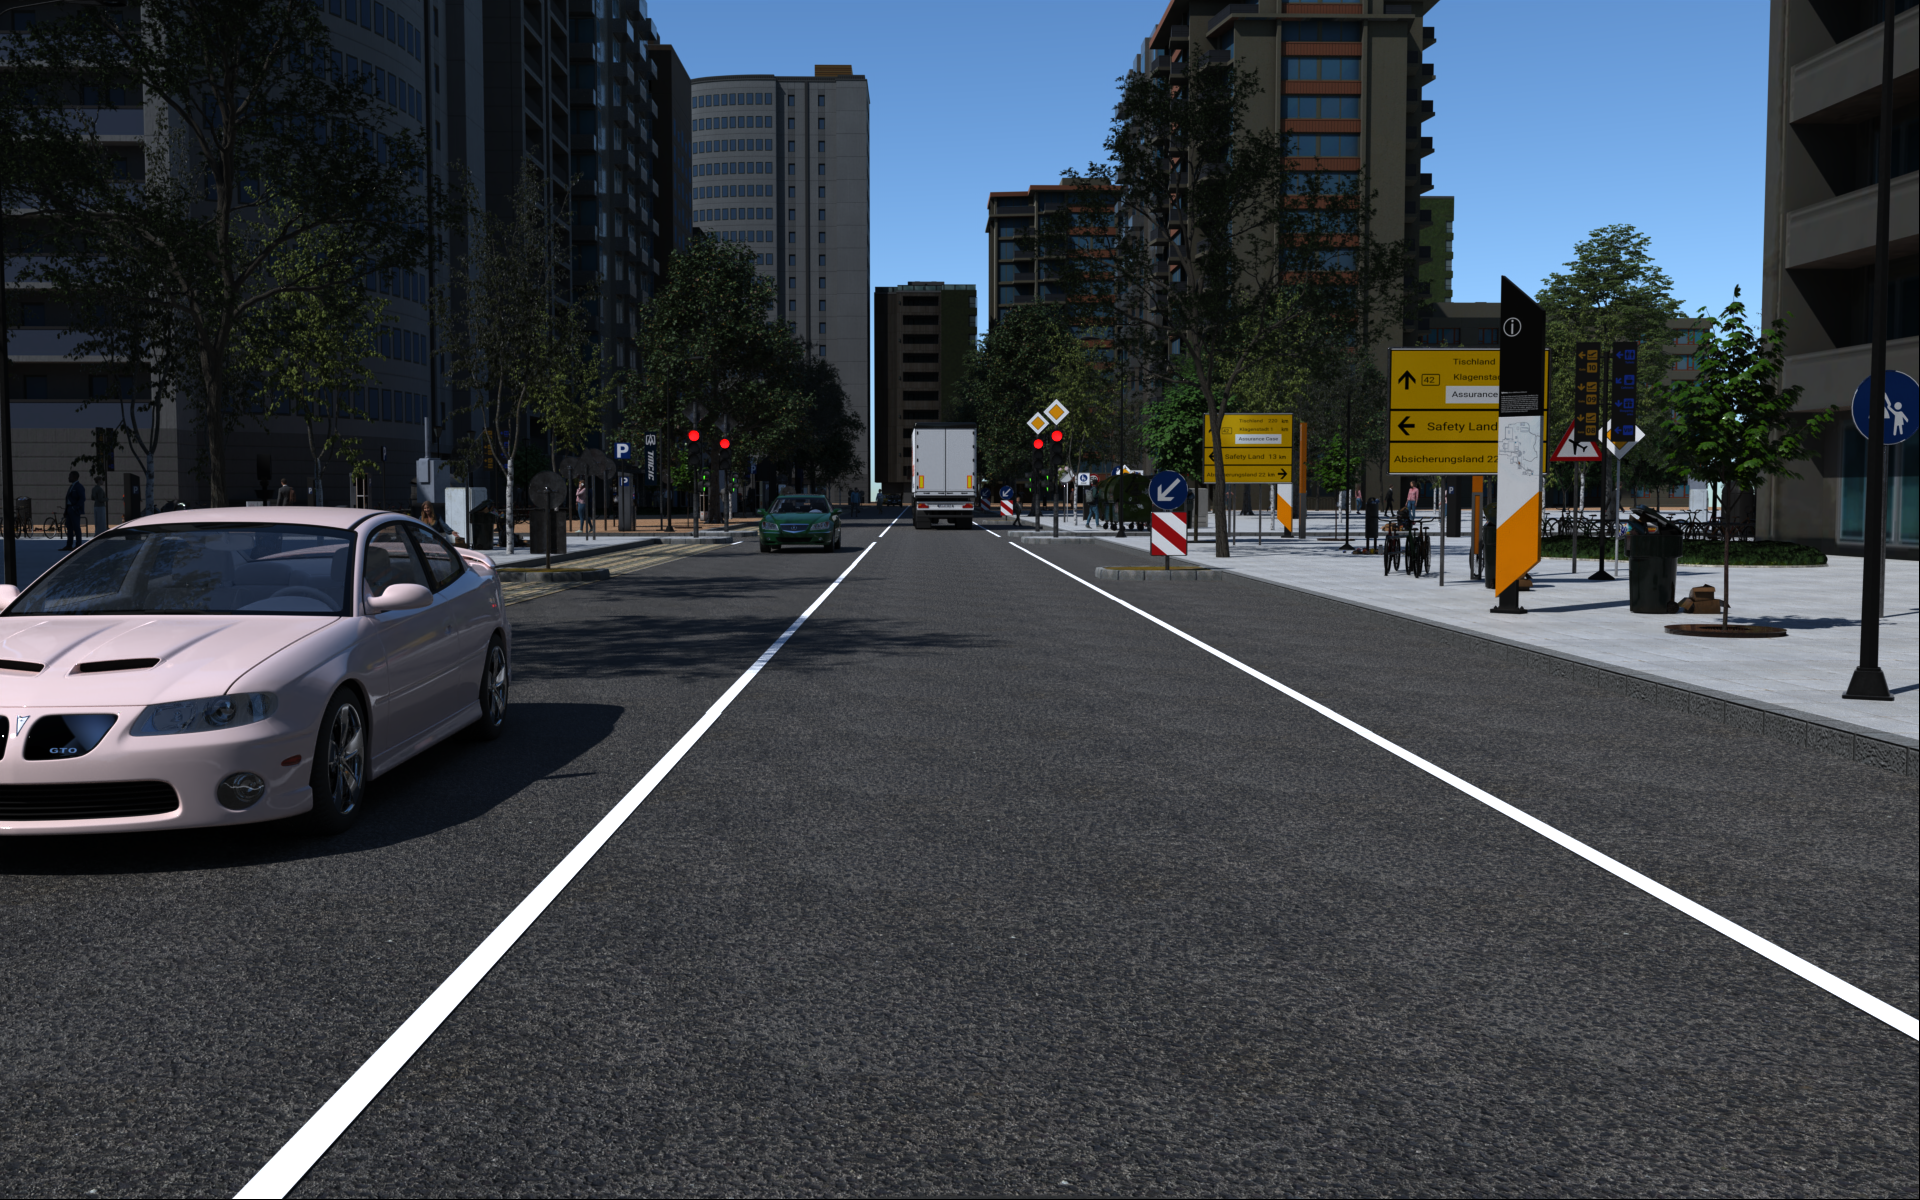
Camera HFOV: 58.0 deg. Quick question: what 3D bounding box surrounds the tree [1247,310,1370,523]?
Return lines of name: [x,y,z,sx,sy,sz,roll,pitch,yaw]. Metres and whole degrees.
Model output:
tree: [13.113,-7.146,67.201,4.360,8.622,3.978,0,3,0]

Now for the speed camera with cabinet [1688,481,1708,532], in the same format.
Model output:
speed camera with cabinet: [25.384,-3.987,59.527,0.660,3.252,2.038,1,4,22]

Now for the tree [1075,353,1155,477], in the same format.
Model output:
tree: [7.771,-8.499,89.315,4.360,8.622,3.978,0,3,0]

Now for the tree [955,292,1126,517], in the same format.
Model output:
tree: [4.388,-11.128,98.949,9.611,12.733,9.660,0,3,0]

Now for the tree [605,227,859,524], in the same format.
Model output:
tree: [-10.518,-9.649,74.771,9.611,12.733,9.660,0,3,0]

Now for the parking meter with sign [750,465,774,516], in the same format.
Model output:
parking meter with sign: [-11.647,-6.494,102.431,1.738,3.016,0.543,3,4,37]

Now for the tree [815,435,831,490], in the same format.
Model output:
tree: [-13.630,-13.900,177.624,4.737,8.622,4.395,0,3,0]

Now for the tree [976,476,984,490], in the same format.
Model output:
tree: [2.539,-14.836,192.927,4.737,8.622,4.395,0,3,0]

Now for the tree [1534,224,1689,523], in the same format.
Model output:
tree: [27.228,-9.503,73.506,7.486,12.596,7.792,0,3,0]

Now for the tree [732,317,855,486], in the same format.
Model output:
tree: [-11.925,-12.859,120.614,12.009,13.543,11.850,0,3,0]

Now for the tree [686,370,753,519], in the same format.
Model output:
tree: [-11.820,-8.407,87.819,4.360,8.622,3.978,0,3,0]

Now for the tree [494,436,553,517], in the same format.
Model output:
tree: [-24.863,-7.038,98.790,4.285,4.588,4.351,0,3,0]

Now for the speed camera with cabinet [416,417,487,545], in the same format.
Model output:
speed camera with cabinet: [-13.043,-3.065,44.454,2.038,3.252,0.660,2,4,33]

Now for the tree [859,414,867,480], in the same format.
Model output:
tree: [-12.169,-13.786,142.411,9.611,12.733,9.660,0,3,0]

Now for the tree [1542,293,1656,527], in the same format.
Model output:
tree: [23.480,-6.985,64.571,4.737,8.622,4.395,0,3,0]

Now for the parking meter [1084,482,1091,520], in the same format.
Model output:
parking meter: [6.282,-4.887,85.610,0.399,1.863,0.255,1,4,12]

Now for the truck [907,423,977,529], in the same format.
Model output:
truck: [-0.798,-5.175,73.522,2.839,4.237,11.283,0,4,-2]

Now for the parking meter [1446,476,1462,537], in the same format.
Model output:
parking meter: [14.649,-2.794,51.386,0.255,1.863,0.399,-2,4,-29]

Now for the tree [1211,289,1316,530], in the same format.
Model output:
tree: [10.837,-6.775,61.129,4.737,8.622,4.395,0,3,0]

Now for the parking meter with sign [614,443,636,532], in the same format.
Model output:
parking meter with sign: [-11.477,-3.874,59.608,0.543,3.016,1.738,0,4,-3]

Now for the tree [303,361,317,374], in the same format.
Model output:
tree: [-19.347,-5.812,45.392,4.360,8.622,3.978,0,3,0]

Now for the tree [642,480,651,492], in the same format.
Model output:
tree: [-22.871,-8.210,128.829,1.663,3.219,1.824,0,3,0]

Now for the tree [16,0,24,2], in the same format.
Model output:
tree: [-9.564,-5.195,10.693,9.928,11.665,9.643,0,3,0]

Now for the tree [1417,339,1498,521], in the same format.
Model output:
tree: [22.380,-8.010,81.327,4.737,8.622,4.395,0,3,0]

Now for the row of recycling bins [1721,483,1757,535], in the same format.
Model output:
row of recycling bins: [24.518,-2.718,51.547,3.534,1.692,1.069,0,4,0]

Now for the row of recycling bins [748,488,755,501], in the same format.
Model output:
row of recycling bins: [-13.718,-7.302,126.505,3.534,1.692,1.069,0,4,-4]

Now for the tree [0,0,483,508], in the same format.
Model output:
tree: [-10.066,-5.395,22.617,8.767,10.594,7.601,2,4,30]

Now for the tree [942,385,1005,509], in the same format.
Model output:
tree: [2.109,-16.183,174.966,12.009,13.543,11.850,0,3,0]

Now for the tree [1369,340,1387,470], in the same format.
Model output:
tree: [16.826,-7.731,76.760,4.360,8.622,3.978,0,3,0]

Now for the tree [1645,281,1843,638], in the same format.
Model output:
tree: [7.168,-1.298,15.824,1.663,3.219,1.824,0,3,0]

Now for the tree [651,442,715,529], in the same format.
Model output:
tree: [-10.263,-4.293,64.795,1.663,3.219,1.824,0,3,0]

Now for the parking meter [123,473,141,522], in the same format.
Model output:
parking meter: [-23.072,-2.605,48.299,0.255,1.863,0.399,1,4,15]

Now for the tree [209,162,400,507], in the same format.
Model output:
tree: [-14.119,-5.342,37.712,4.737,8.622,4.395,0,3,0]

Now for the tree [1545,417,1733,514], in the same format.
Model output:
tree: [44.951,-9.630,120.351,11.467,7.101,20.602,-1,4,-16]

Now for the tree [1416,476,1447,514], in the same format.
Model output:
tree: [31.286,-10.054,114.749,4.360,8.622,3.978,0,3,0]

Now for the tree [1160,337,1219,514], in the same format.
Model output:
tree: [16.657,-11.493,113.658,9.928,11.665,9.643,0,3,0]

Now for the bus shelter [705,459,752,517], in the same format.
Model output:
bus shelter: [-13.167,-6.417,98.838,2.014,3.302,5.546,0,4,-1]

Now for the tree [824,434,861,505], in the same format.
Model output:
tree: [-13.999,-15.535,204.361,4.360,8.622,3.978,0,3,0]

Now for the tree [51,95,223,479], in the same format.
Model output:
tree: [-15.145,-5.015,32.359,4.360,8.622,3.978,0,3,0]

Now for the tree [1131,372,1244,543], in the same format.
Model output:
tree: [6.168,-3.798,45.813,4.285,4.588,4.351,0,3,0]

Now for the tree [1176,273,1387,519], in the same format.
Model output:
tree: [17.538,-10.553,89.543,9.611,12.733,9.660,0,3,0]

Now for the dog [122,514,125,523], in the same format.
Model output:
dog: [-32.290,-3.074,67.087,0.406,0.507,0.540,-3,5,-42]

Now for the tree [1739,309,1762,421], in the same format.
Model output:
tree: [31.630,-7.110,66.606,4.360,8.622,3.978,0,3,0]

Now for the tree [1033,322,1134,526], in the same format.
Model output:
tree: [4.832,-7.351,70.555,4.737,8.622,4.395,0,3,0]

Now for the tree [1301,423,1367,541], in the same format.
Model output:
tree: [10.388,-3.237,47.533,1.663,3.219,1.824,0,3,0]

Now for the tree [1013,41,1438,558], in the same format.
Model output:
tree: [5.355,-6.163,35.175,8.767,10.594,7.601,0,3,0]

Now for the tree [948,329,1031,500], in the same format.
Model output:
tree: [3.794,-13.754,131.532,9.857,13.997,8.962,0,3,0]

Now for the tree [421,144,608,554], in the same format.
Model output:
tree: [-9.669,-5.306,37.123,4.360,8.622,3.978,0,3,0]

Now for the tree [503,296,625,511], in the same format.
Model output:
tree: [-15.059,-7.040,65.459,4.737,8.622,4.395,0,3,0]
